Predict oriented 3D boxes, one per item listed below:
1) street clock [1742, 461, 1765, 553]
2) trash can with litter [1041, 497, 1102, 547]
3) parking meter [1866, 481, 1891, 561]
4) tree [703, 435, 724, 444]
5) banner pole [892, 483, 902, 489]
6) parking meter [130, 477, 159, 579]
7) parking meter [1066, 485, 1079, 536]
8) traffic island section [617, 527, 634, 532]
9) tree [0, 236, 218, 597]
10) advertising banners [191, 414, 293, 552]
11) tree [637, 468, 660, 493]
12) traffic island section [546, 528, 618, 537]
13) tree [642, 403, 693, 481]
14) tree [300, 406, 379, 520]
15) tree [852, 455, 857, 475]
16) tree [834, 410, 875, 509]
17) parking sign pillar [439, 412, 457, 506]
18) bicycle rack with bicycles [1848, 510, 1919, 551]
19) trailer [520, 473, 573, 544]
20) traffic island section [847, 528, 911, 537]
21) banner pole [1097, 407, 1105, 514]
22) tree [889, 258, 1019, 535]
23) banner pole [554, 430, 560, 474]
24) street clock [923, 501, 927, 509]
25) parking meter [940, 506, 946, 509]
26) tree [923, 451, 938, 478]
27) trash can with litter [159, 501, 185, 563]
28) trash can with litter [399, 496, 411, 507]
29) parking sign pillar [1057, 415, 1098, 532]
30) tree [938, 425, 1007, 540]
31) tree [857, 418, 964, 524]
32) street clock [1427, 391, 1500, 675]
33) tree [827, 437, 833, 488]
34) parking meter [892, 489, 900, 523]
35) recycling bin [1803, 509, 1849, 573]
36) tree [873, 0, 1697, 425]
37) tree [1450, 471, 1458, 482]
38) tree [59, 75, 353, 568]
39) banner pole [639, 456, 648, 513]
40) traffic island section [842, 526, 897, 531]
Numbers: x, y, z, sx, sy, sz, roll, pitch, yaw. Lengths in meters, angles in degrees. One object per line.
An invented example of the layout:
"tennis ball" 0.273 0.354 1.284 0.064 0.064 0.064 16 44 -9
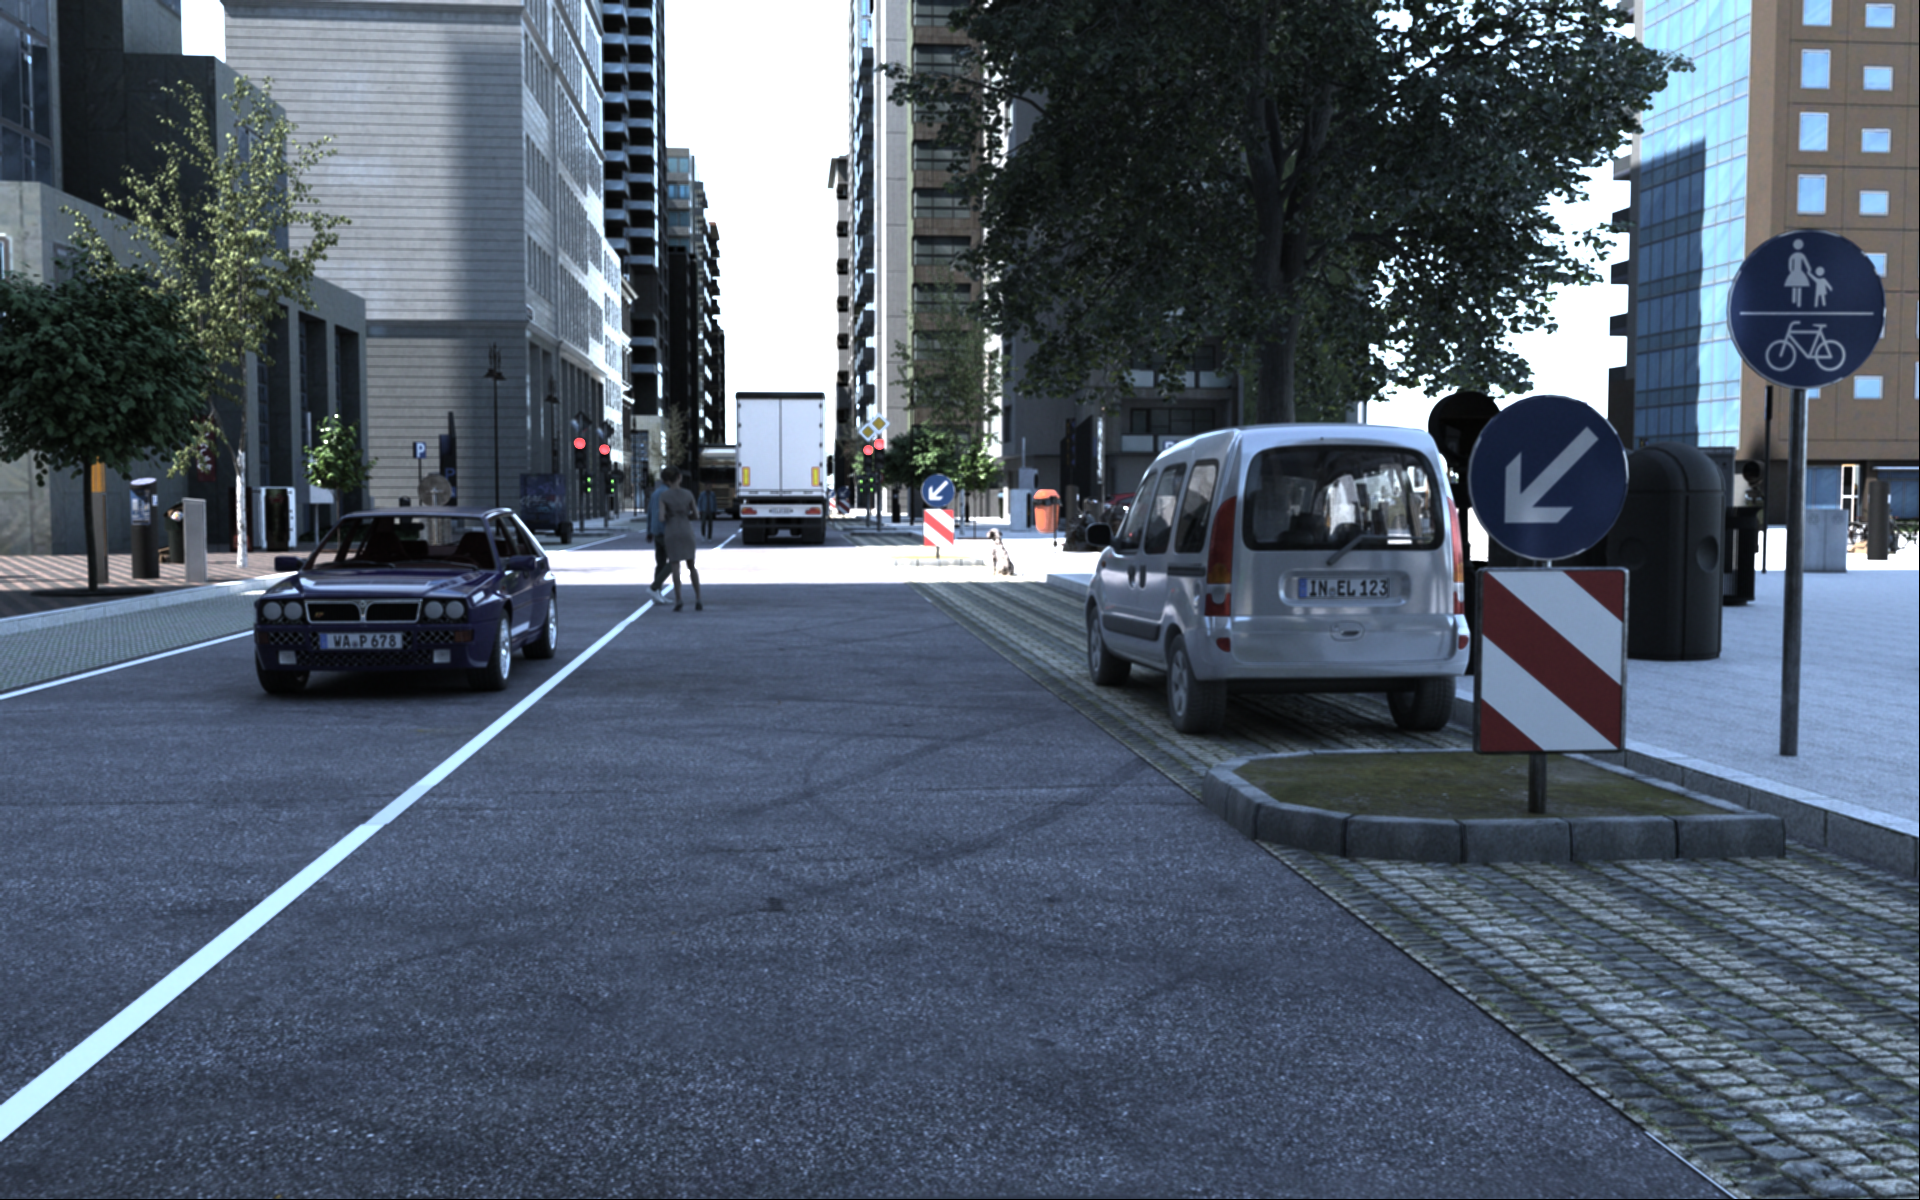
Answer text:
"street clock" 17.174 -2.012 37.464 0.358 2.002 0.471 -2 4 -26
"trash can with litter" 2.877 -1.934 42.682 2.233 1.210 1.678 -2 4 -27
"parking meter" 17.715 -1.528 33.398 0.372 1.533 0.369 0 3 0
"tree" -30.574 -16.227 215.672 4.360 8.622 3.978 0 3 0
"banner pole" -4.233 -7.620 114.596 0.863 3.779 0.401 -1 4 -21
"parking meter" -12.370 -1.092 26.271 0.372 1.533 0.369 0 3 0
"parking meter" 3.191 -2.498 49.252 0.372 1.533 0.369 0 3 0
"traffic island section" -13.595 -2.702 66.461 2.009 0.180 2.903 0 4 -6
"tree" -11.228 -2.360 22.295 4.285 4.588 4.351 0 3 0
"advertising banners" -15.874 -2.573 38.259 2.074 3.025 0.090 -1 4 -12
"tree" -22.530 -8.004 125.475 1.663 3.219 1.824 0 3 0
"traffic island section" -12.794 -2.216 58.516 2.009 0.180 2.903 0 4 -6
"tree" -23.355 -11.527 138.824 4.360 8.622 3.978 0 3 0
"tree" -13.577 -2.663 38.144 1.663 3.219 1.824 0 3 0
"tree" -5.293 -7.742 110.299 4.285 4.588 4.351 0 3 0
"tree" -8.944 -12.386 152.874 4.360 8.622 3.978 0 3 0
"parking sign pillar" -16.570 -4.138 56.133 1.447 3.967 1.447 -1 4 -20
"bicycle rack with bicycles" 21.221 -1.635 40.111 2.852 0.926 2.925 -3 5 -42
"trailer" -11.801 -2.554 48.808 1.471 1.999 3.904 0 4 -7
"traffic island section" -2.752 -2.278 59.519 2.009 0.180 2.903 0 4 -6
"banner pole" 4.066 -3.660 49.853 0.401 3.779 0.863 1 4 21
"tree" -0.013 -6.313 53.578 4.737 8.622 4.395 0 3 0
"banner pole" -15.896 -4.788 68.296 0.401 3.779 0.863 -3 4 -36
"street clock" -1.738 -4.973 85.886 0.471 2.002 0.358 -1 4 -15
"parking meter" -0.744 -3.971 73.331 0.372 1.533 0.369 0 3 0
"tree" -0.659 -4.402 66.573 1.663 3.219 1.824 0 3 0
"trash can with litter" -14.642 -1.269 32.136 1.055 1.170 0.624 2 4 26
"trash can with litter" -17.333 -2.573 53.123 1.678 1.210 2.233 1 4 15
"parking sign pillar" 4.076 -4.341 59.450 1.447 3.967 1.447 3 5 40
"tree" 0.384 -3.306 48.654 1.663 3.219 1.824 0 3 0
"tree" -1.461 -5.604 75.331 4.285 4.588 4.351 0 3 0
"street clock" 3.568 -0.472 12.286 0.471 2.002 0.358 0 4 -4
"tree" -16.932 -16.849 225.838 4.737 8.622 4.395 0 3 0
"parking meter" -2.861 -4.232 77.598 0.372 1.533 0.369 0 3 0
"recycling bin" 14.186 -0.982 28.617 0.722 1.027 0.722 1 4 11
"tree" 3.881 -6.968 20.577 9.857 13.997 8.962 0 3 0
"tree" 15.365 -3.475 51.426 1.663 3.219 1.824 0 3 0
"tree" -12.744 -4.866 29.925 4.737 8.622 4.395 0 3 0
"banner pole" -20.972 -7.626 114.700 0.863 3.779 0.401 2 4 28
"traffic island section" -3.553 -2.764 67.464 2.009 0.180 2.903 0 4 -6
